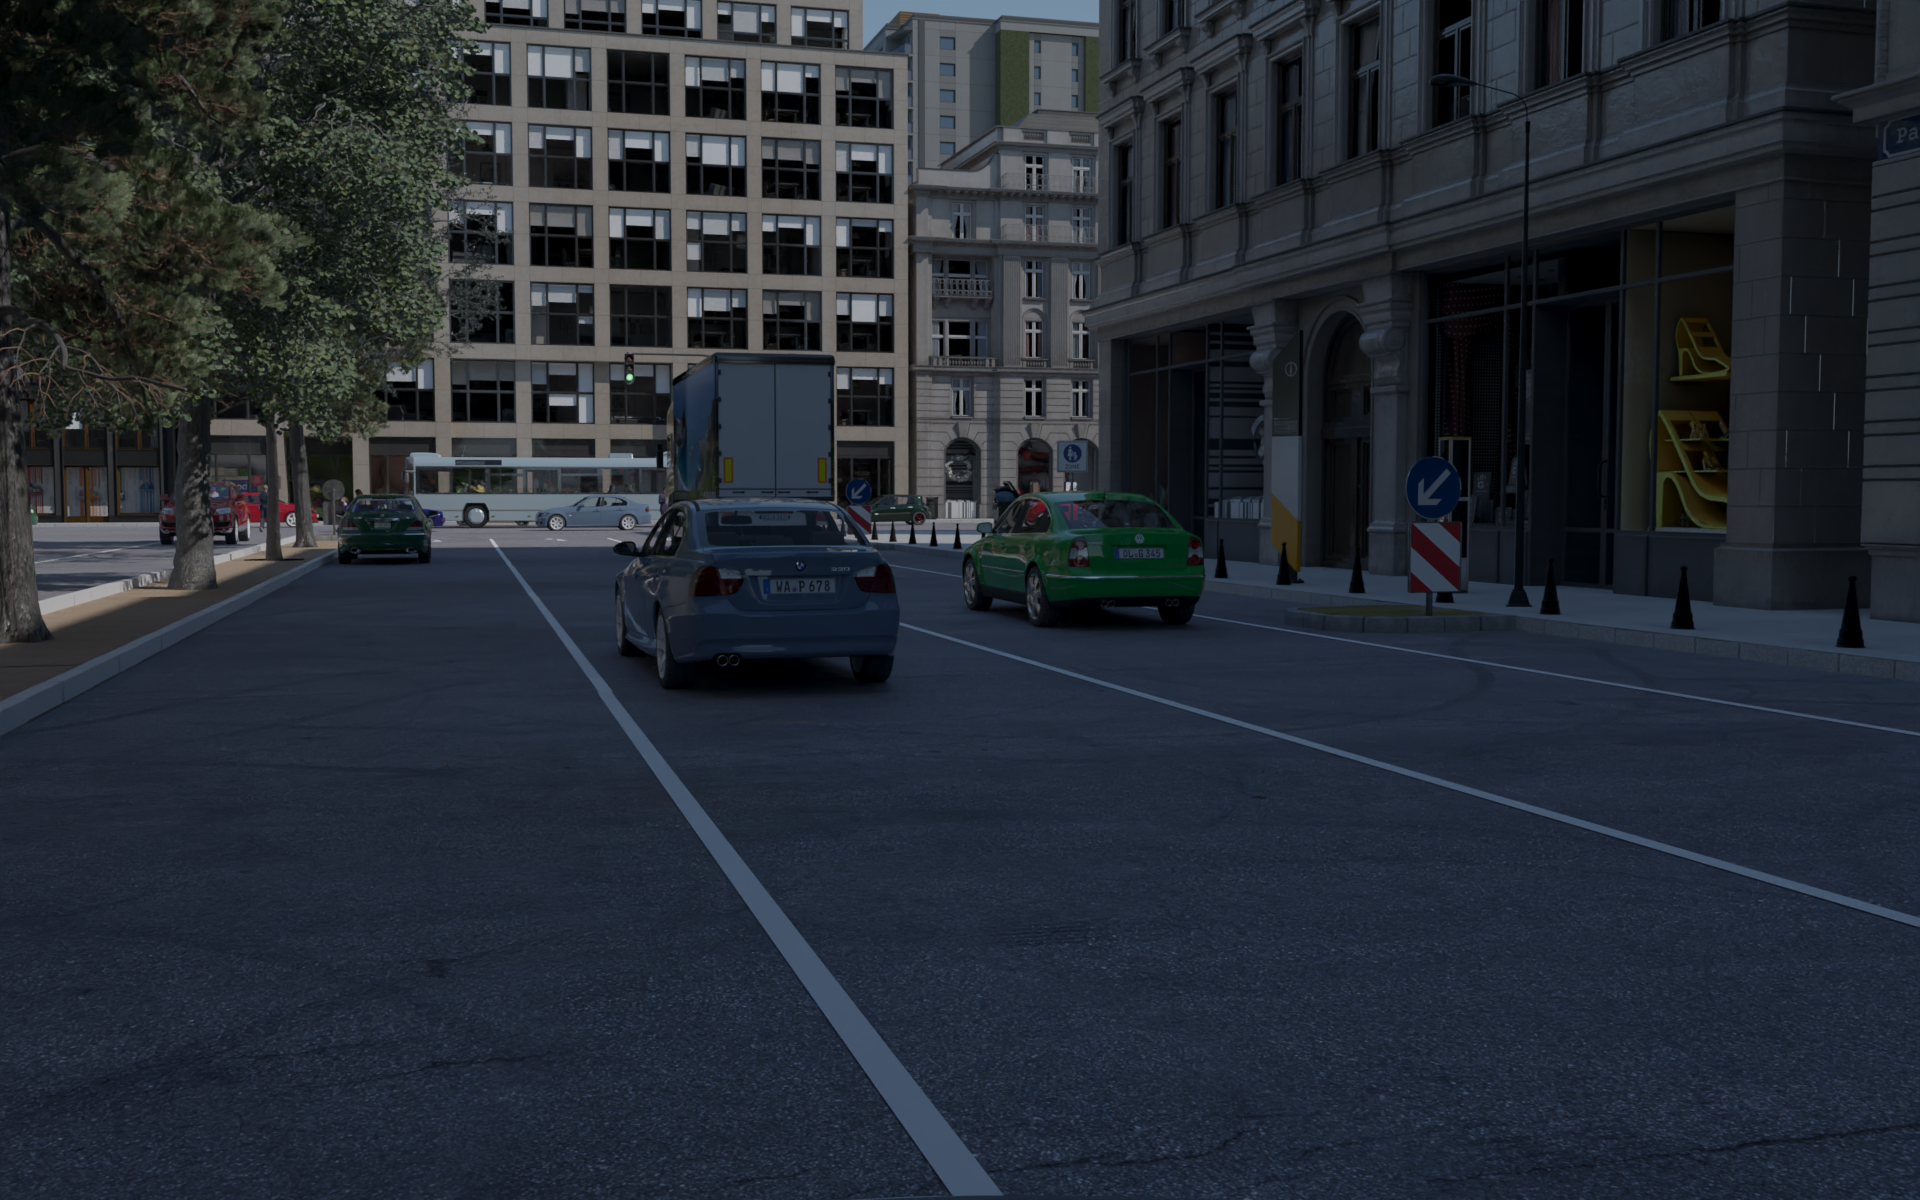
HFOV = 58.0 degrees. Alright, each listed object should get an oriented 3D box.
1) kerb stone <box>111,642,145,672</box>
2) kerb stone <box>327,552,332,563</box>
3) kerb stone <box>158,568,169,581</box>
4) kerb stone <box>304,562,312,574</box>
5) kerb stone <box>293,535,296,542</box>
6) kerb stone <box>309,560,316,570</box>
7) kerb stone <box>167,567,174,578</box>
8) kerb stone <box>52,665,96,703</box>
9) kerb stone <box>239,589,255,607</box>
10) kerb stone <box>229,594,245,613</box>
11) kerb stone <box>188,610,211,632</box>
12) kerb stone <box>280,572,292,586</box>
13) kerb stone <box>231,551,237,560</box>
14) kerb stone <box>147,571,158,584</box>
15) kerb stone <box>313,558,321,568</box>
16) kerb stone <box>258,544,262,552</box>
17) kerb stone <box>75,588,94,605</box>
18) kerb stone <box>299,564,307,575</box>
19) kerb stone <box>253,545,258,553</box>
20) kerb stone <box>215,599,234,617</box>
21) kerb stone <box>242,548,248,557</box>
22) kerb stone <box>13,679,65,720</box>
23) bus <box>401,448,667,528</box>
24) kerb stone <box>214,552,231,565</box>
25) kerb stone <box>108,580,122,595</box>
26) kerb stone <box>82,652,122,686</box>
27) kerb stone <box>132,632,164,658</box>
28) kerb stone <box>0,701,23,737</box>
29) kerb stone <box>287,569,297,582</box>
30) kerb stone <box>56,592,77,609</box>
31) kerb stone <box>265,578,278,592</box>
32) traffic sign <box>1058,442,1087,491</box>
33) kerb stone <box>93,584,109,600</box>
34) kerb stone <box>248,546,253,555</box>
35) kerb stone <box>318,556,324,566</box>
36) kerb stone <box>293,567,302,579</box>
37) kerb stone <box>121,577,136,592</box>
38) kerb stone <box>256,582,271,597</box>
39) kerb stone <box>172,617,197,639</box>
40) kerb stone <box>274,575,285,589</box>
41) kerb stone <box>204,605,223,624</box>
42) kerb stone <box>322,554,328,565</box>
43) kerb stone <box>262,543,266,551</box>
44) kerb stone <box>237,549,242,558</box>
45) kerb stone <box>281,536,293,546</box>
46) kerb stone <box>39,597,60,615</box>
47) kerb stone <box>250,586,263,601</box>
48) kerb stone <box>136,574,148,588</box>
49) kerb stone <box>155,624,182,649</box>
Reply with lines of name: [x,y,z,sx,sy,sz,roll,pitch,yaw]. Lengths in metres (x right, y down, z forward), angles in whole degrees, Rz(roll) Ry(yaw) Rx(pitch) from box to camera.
kerb stone: [-6.910,0.482,14.307,0.120,0.150,1.000,-1,4,-16]
kerb stone: [-13.219,-0.846,36.033,0.120,0.150,1.000,-1,4,-16]
kerb stone: [-13.222,-0.386,28.523,0.120,0.150,1.000,-1,4,-16]
kerb stone: [-11.788,-0.539,31.101,0.120,0.150,1.000,-1,4,-16]
kerb stone: [-19.824,-1.775,51.257,0.120,0.150,1.000,-1,4,-16]
kerb stone: [-12.080,-0.603,32.084,0.120,0.150,1.000,-1,4,-16]
kerb stone: [-13.514,-0.447,29.507,0.120,0.150,1.000,-1,4,-16]
kerb stone: [-6.338,0.603,12.337,0.120,0.150,1.000,-1,4,-16]
kerb stone: [-9.201,-0.002,22.223,0.120,0.150,1.000,-1,4,-16]
kerb stone: [-8.916,0.063,21.229,0.120,0.150,1.000,-1,4,-16]
kerb stone: [-8.057,0.241,18.250,0.120,0.150,1.000,-1,4,-16]
kerb stone: [-10.635,-0.304,27.160,0.120,0.150,1.000,-1,4,-16]
kerb stone: [-15.808,-0.924,37.425,0.120,0.150,1.000,-1,4,-16]
kerb stone: [-12.944,-0.327,27.536,0.120,0.150,1.000,-1,4,-16]
kerb stone: [-12.356,-0.665,33.072,0.120,0.150,1.000,-1,4,-16]
kerb stone: [-17.246,-1.233,42.358,0.120,0.150,1.000,-1,4,-16]
kerb stone: [-11.507,-0.025,22.596,0.120,0.150,1.000,-1,4,-16]
kerb stone: [-11.510,-0.481,30.113,0.120,0.150,1.000,-1,4,-16]
kerb stone: [-16.957,-1.169,41.368,0.120,0.150,1.000,-1,4,-16]
kerb stone: [-8.630,0.124,20.224,0.120,0.150,1.000,-1,4,-16]
kerb stone: [-16.382,-1.052,39.395,0.120,0.150,1.000,-1,4,-16]
kerb stone: [-6.055,0.664,11.343,0.120,0.150,1.000,-1,4,-16]
bus: [-17.788,-4.850,74.150,13.247,3.499,2.948,-1,4,-14]
kerb stone: [-15.521,-0.865,36.438,0.120,0.150,1.000,-1,4,-16]
kerb stone: [-12.080,-0.145,24.571,0.120,0.150,1.000,-1,4,-16]
kerb stone: [-6.629,0.543,13.321,0.120,0.150,1.000,-1,4,-16]
kerb stone: [-7.203,0.422,15.291,0.120,0.150,1.000,-1,4,-16]
kerb stone: [-5.760,0.724,10.355,0.120,0.150,1.000,-1,4,-16]
kerb stone: [-10.929,-0.364,28.143,0.120,0.150,1.000,-1,4,-16]
kerb stone: [-11.227,0.036,21.608,0.120,0.150,1.000,-1,4,-16]
kerb stone: [-10.069,-0.182,25.176,0.120,0.150,1.000,-1,4,-16]
traffic sign: [2.143,-1.901,33.205,0.606,2.300,0.079,-1,4,-10]
kerb stone: [-11.792,-0.083,23.581,0.120,0.150,1.000,-1,4,-16]
kerb stone: [-16.666,-1.112,40.384,0.120,0.150,1.000,-1,4,-16]
kerb stone: [-12.648,-0.725,34.055,0.120,0.150,1.000,-1,4,-16]
kerb stone: [-11.212,-0.424,29.131,0.120,0.150,1.000,-1,4,-16]
kerb stone: [-12.356,-0.206,25.559,0.120,0.150,1.000,-1,4,-16]
kerb stone: [-9.780,-0.122,24.192,0.120,0.150,1.000,-1,4,-16]
kerb stone: [-7.772,0.303,17.261,0.120,0.150,1.000,-1,4,-16]
kerb stone: [-10.354,-0.243,26.162,0.120,0.150,1.000,-1,4,-16]
kerb stone: [-8.343,0.185,19.240,0.120,0.150,1.000,-1,4,-16]
kerb stone: [-12.932,-0.786,35.041,0.120,0.150,1.000,-1,4,-16]
kerb stone: [-17.534,-1.294,43.349,0.120,0.150,1.000,-1,4,-16]
kerb stone: [-16.100,-0.992,38.408,0.120,0.150,1.000,-1,4,-16]
kerb stone: [-19.530,-1.717,50.261,0.120,0.150,1.000,-1,4,-16]
kerb stone: [-10.932,0.096,20.625,0.120,0.150,1.000,-1,4,-16]
kerb stone: [-9.495,-0.059,23.206,0.120,0.150,1.000,-1,4,-16]
kerb stone: [-12.644,-0.267,26.553,0.120,0.150,1.000,-1,4,-16]
kerb stone: [-7.481,0.362,16.278,0.120,0.150,1.000,-1,4,-16]
